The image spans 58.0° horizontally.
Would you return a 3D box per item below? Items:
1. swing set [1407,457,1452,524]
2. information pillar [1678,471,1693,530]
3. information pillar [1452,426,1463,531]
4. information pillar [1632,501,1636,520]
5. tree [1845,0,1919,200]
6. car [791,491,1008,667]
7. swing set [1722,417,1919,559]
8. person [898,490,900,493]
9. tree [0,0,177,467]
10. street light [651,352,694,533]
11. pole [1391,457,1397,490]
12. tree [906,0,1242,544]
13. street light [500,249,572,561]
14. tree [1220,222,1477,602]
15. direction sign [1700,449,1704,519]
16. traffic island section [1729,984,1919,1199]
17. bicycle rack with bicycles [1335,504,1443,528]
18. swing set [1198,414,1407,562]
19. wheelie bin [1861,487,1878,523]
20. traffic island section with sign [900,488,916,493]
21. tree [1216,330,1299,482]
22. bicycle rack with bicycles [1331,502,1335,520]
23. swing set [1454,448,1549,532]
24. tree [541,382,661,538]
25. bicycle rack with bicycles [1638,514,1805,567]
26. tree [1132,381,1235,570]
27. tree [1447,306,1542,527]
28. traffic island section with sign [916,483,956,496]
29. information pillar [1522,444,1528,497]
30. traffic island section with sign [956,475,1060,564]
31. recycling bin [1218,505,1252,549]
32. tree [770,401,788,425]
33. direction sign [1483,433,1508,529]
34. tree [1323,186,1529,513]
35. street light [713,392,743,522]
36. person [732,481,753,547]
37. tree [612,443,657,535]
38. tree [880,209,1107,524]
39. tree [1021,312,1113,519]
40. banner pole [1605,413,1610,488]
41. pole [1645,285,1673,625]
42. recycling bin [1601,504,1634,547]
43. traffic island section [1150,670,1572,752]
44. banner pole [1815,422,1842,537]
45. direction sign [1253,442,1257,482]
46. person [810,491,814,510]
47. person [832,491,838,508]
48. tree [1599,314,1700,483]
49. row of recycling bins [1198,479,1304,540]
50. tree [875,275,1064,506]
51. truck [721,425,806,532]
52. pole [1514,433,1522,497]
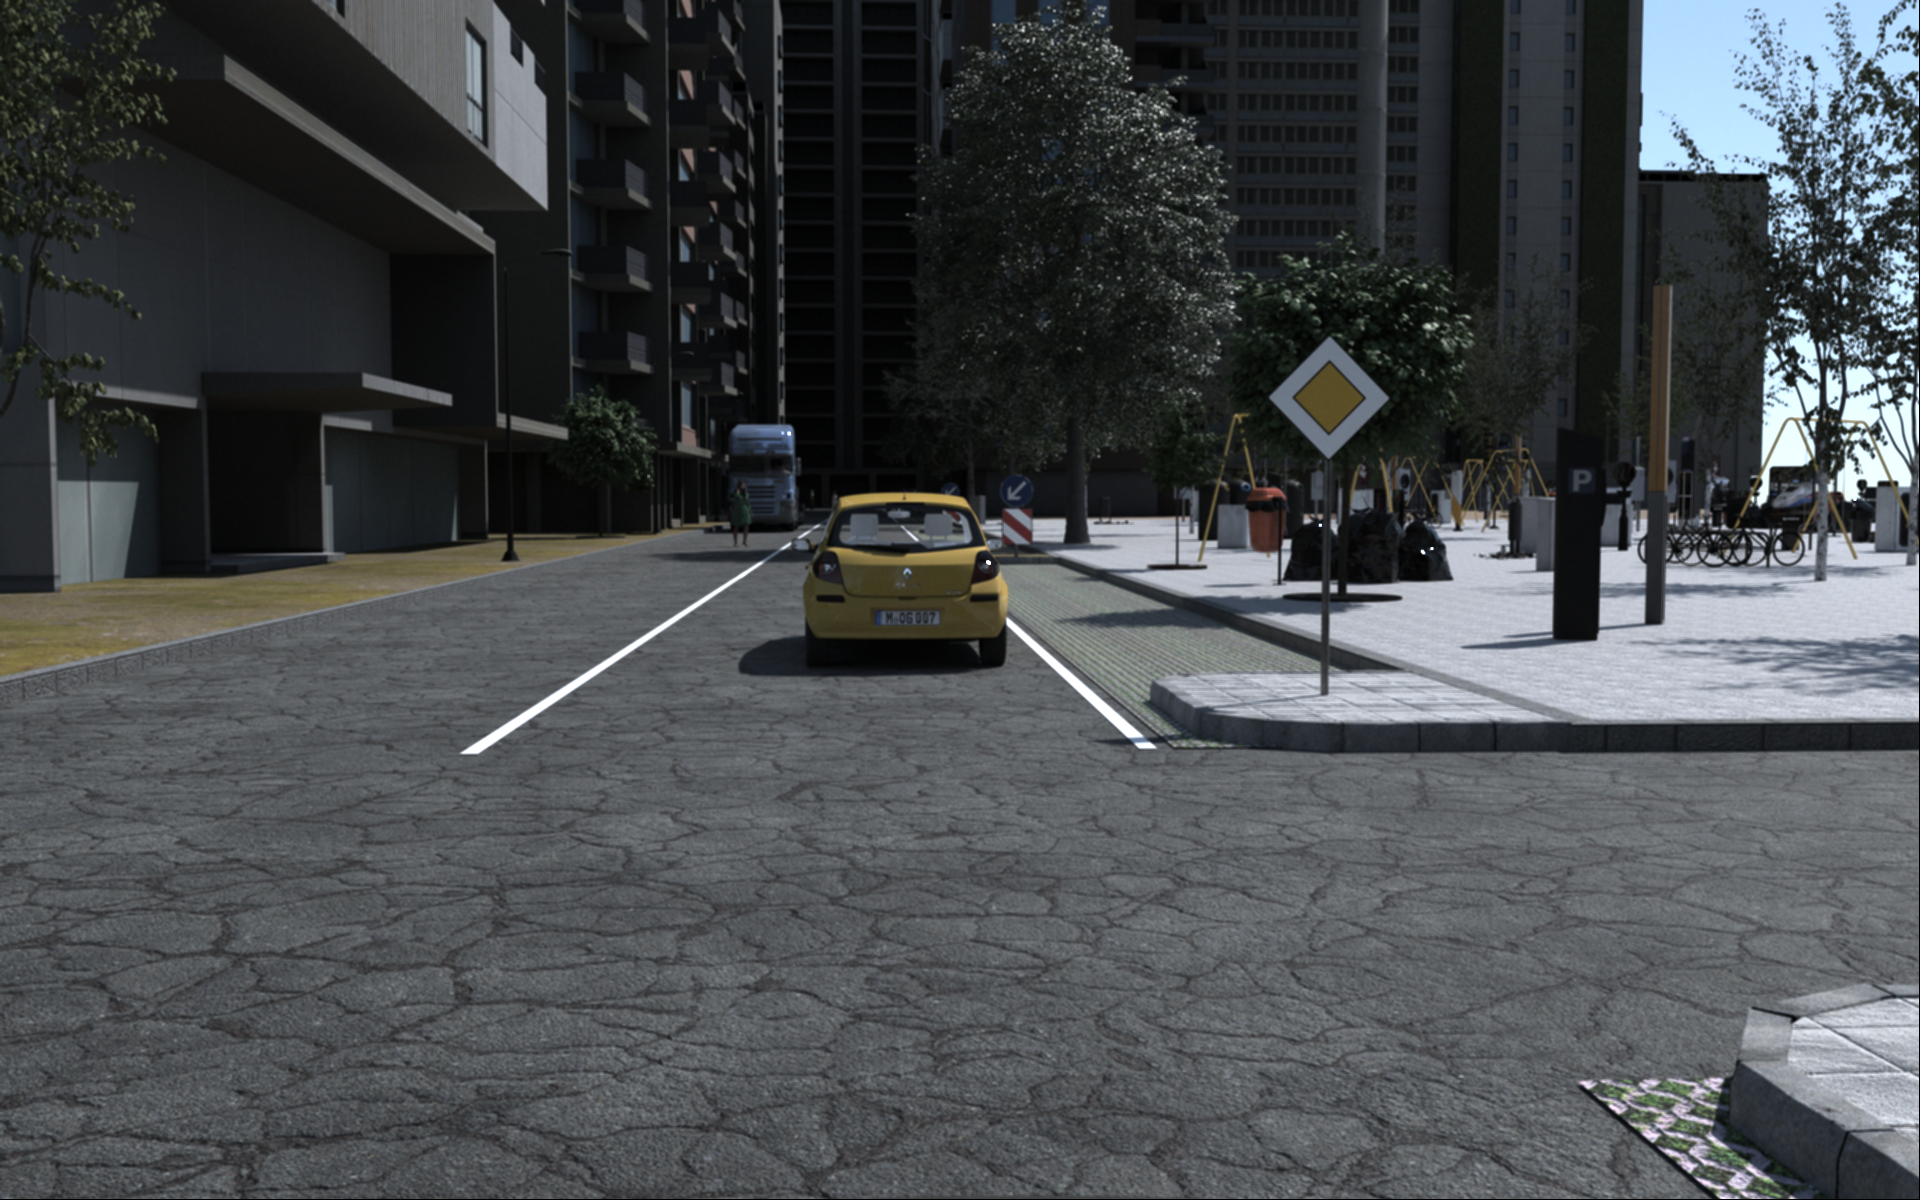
[{"bbox_3d":[18.998,-4.522,71.554,2.862,2.851,3.119,0,4,-5],"label":"swing set"},{"bbox_3d":[23.505,-3.159,56.148,0.304,2.012,0.304,-1,4,-8],"label":"information pillar"},{"bbox_3d":[17.222,-4.196,59.959,0.183,3.616,0.504,-1,4,-16],"label":"information pillar"},{"bbox_3d":[32.998,-4.926,85.027,0.304,2.012,0.304,0,4,3],"label":"information pillar"},{"bbox_3d":[10.568,-3.993,15.641,4.737,8.622,4.395,0,3,0],"label":"tree"},{"bbox_3d":[-0.550,-0.345,15.861,2.015,1.641,3.980,0,4,-4],"label":"car"},{"bbox_3d":[17.940,-2.351,36.052,3.119,2.851,2.862,-3,4,-36],"label":"swing set"},{"bbox_3d":[-4.592,-7.513,132.061,1.217,1.743,0.721,-1,4,-20],"label":"person"},{"bbox_3d":[-8.633,-3.946,14.884,4.737,8.622,4.395,0,3,0],"label":"tree"},{"bbox_3d":[-9.413,-5.151,56.766,1.470,5.913,1.316,0,4,-3],"label":"street light"},{"bbox_3d":[13.091,-3.572,52.238,0.158,3.312,0.155,0,3,0],"label":"pole"},{"bbox_3d":[3.075,-8.443,44.693,9.857,13.997,8.962,0,3,0],"label":"tree"},{"bbox_3d":[-8.063,-3.698,33.000,1.470,5.913,1.316,0,4,-3],"label":"street light"},{"bbox_3d":[4.644,-2.284,21.056,4.285,4.588,4.351,0,3,0],"label":"tree"},{"bbox_3d":[37.467,-5.854,87.717,0.379,3.537,0.876,0,4,5],"label":"direction sign"},{"bbox_3d":[2.780,1.173,3.101,2.009,0.180,2.903,0,4,-3],"label":"traffic island section"},{"bbox_3d":[16.250,-3.158,65.019,2.852,0.926,2.925,-2,4,-29],"label":"bicycle rack with bicycles"},{"bbox_3d":[6.431,-2.174,33.170,3.119,2.851,2.862,3,4,38],"label":"swing set"},{"bbox_3d":[40.850,-4.259,77.537,0.980,1.594,0.693,3,5,39],"label":"wheelie bin"},{"bbox_3d":[-4.630,-8.032,139.947,1.989,1.847,2.006,0,4,-3],"label":"traffic island section with sign"},{"bbox_3d":[12.802,-7.565,74.049,4.737,8.622,4.395,0,3,0],"label":"tree"},{"bbox_3d":[19.299,-4.416,85.578,2.852,0.926,2.925,1,4,18],"label":"bicycle rack with bicycles"},{"bbox_3d":[19.217,-3.839,60.388,2.862,2.851,3.119,0,4,-1],"label":"swing set"},{"bbox_3d":[-10.537,-4.105,50.826,4.285,4.588,4.351,0,3,0],"label":"tree"},{"bbox_3d":[13.638,-1.092,31.231,2.925,0.926,2.852,1,4,14],"label":"bicycle rack with bicycles"},{"bbox_3d":[3.741,-2.145,29.665,1.663,3.219,1.824,0,3,0],"label":"tree"},{"bbox_3d":[20.517,-7.134,67.009,4.737,8.622,4.395,0,3,0],"label":"tree"},{"bbox_3d":[-0.490,-3.353,63.456,1.989,1.847,2.006,0,4,-3],"label":"traffic island section with sign"},{"bbox_3d":[26.134,-5.429,80.123,0.183,3.616,0.504,0,4,-1],"label":"information pillar"},{"bbox_3d":[1.006,-1.671,35.949,1.989,1.847,2.006,0,4,-3],"label":"traffic island section with sign"},{"bbox_3d":[6.557,-1.741,41.018,0.722,1.027,0.722,2,4,29],"label":"recycling bin"},{"bbox_3d":[-15.270,-11.194,133.379,4.360,8.622,3.978,0,3,0],"label":"tree"},{"bbox_3d":[19.745,-4.399,63.913,0.876,3.537,0.379,0,3,0],"label":"direction sign"},{"bbox_3d":[10.450,-5.568,41.392,4.360,8.622,3.978,0,3,0],"label":"tree"},{"bbox_3d":[-10.609,-6.528,79.268,1.470,5.913,1.316,0,4,-3],"label":"street light"},{"bbox_3d":[-5.930,-2.336,46.948,0.600,1.795,0.529,-3,5,-43],"label":"person"},{"bbox_3d":[-10.098,-3.694,54.994,1.663,3.219,1.824,0,3,0],"label":"tree"},{"bbox_3d":[2.210,-9.972,73.411,12.009,13.543,11.850,0,3,0],"label":"tree"},{"bbox_3d":[4.350,-6.911,63.359,4.737,8.622,4.395,0,3,0],"label":"tree"},{"bbox_3d":[20.121,-3.906,53.886,0.401,3.779,0.863,1,4,23],"label":"banner pole"},{"bbox_3d":[6.871,-1.418,17.027,0.158,3.312,0.155,0,3,0],"label":"pole"},{"bbox_3d":[16.179,-1.841,42.662,0.722,1.027,0.722,2,4,24],"label":"recycling bin"},{"bbox_3d":[2.348,0.685,11.074,2.009,0.180,2.903,0,4,-3],"label":"traffic island section"},{"bbox_3d":[26.217,-3.810,52.316,0.401,3.779,0.863,-3,5,-45],"label":"banner pole"},{"bbox_3d":[10.399,-4.228,61.128,0.379,3.537,0.876,1,4,17],"label":"direction sign"},{"bbox_3d":[-13.527,-9.045,157.116,0.721,1.736,1.217,-1,4,-10],"label":"person"},{"bbox_3d":[-11.734,-9.354,162.107,0.621,1.740,0.551,2,4,25],"label":"person"},{"bbox_3d":[28.787,-7.417,71.636,4.737,8.622,4.395,0,3,0],"label":"tree"},{"bbox_3d":[8.216,-2.563,49.013,3.534,1.692,1.069,-2,4,-31],"label":"row of recycling bins"},{"bbox_3d":[0.428,-10.412,87.247,9.611,12.733,9.660,0,3,0],"label":"tree"},{"bbox_3d":[-7.952,-5.082,72.845,2.967,4.110,18.799,0,4,-4],"label":"truck"},{"bbox_3d":[18.639,-3.917,57.892,0.158,3.312,0.155,0,3,0],"label":"pole"}]
